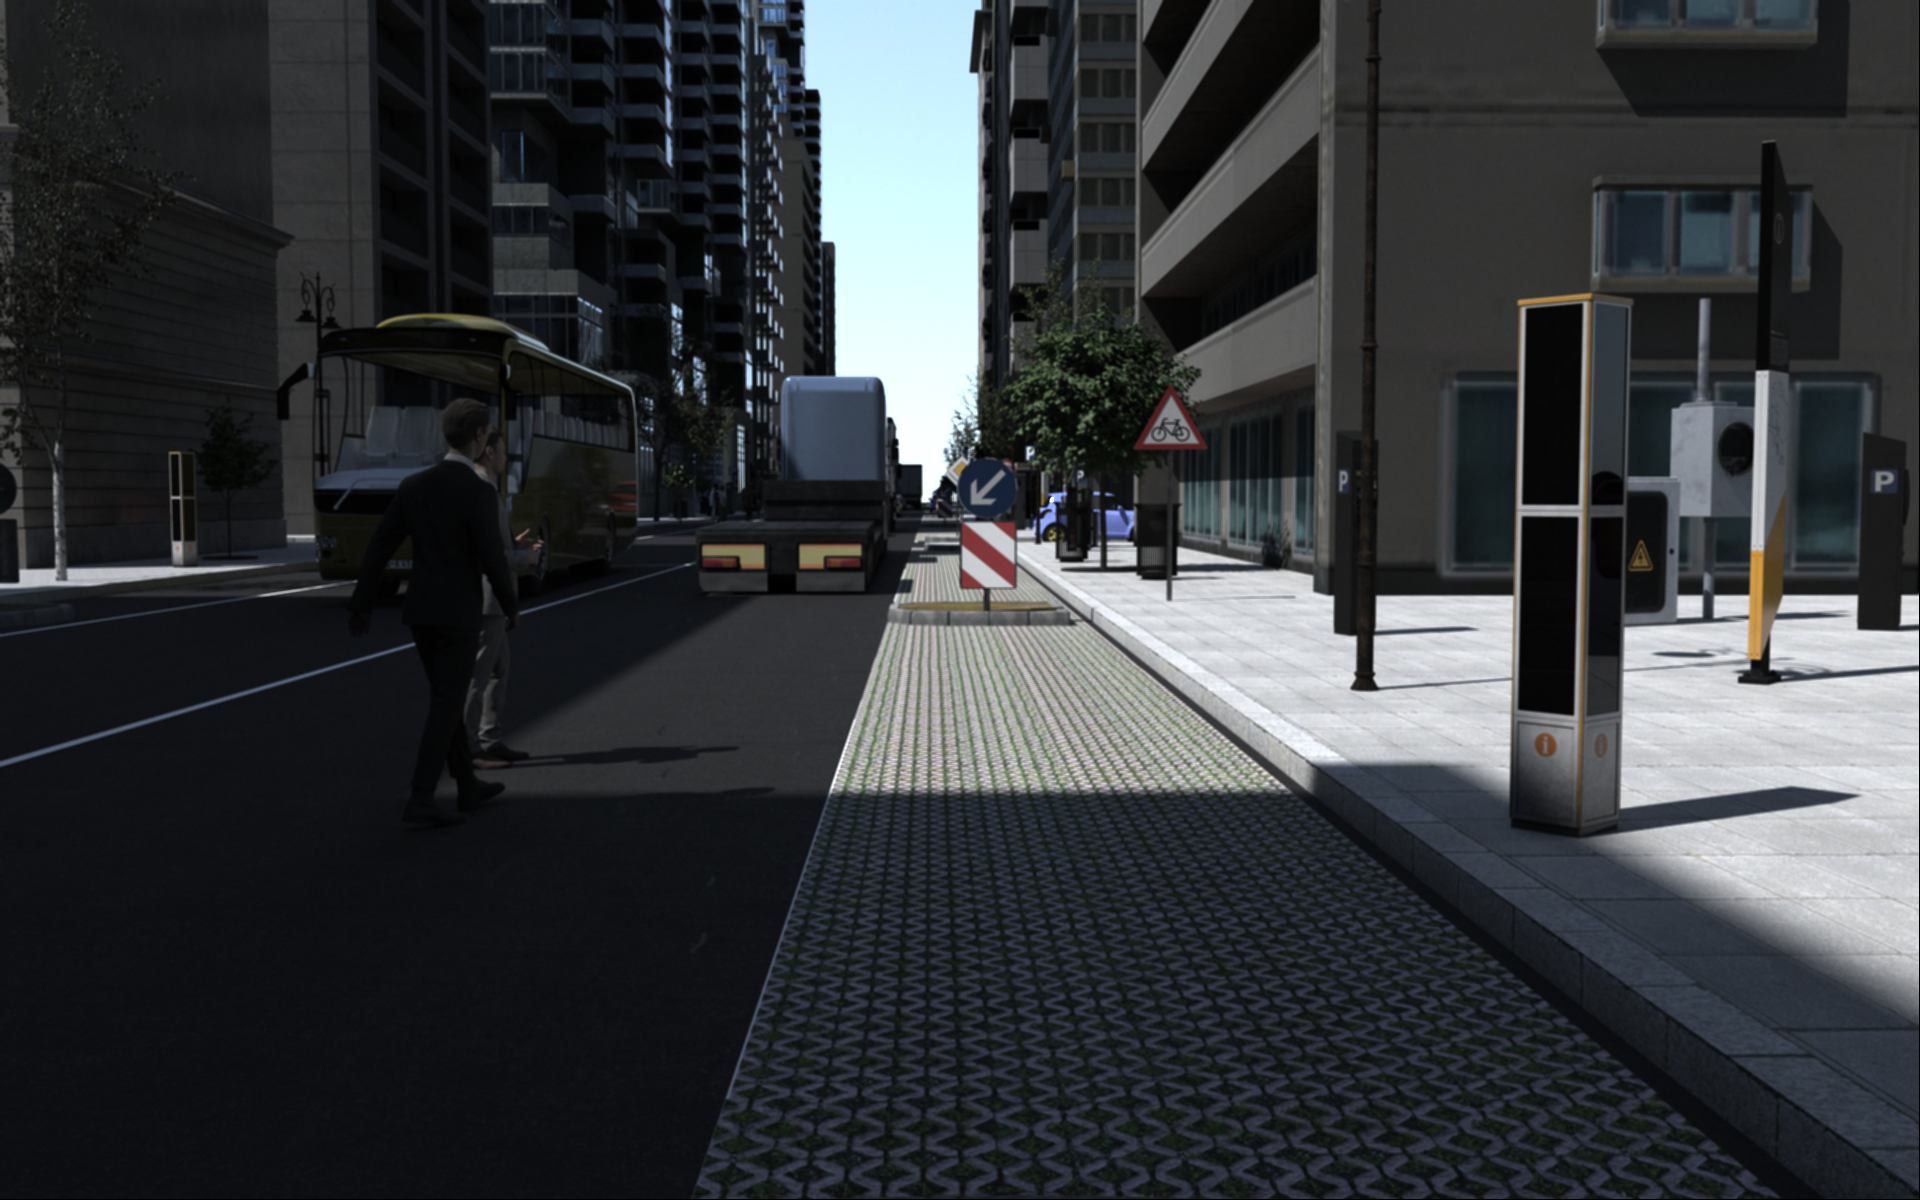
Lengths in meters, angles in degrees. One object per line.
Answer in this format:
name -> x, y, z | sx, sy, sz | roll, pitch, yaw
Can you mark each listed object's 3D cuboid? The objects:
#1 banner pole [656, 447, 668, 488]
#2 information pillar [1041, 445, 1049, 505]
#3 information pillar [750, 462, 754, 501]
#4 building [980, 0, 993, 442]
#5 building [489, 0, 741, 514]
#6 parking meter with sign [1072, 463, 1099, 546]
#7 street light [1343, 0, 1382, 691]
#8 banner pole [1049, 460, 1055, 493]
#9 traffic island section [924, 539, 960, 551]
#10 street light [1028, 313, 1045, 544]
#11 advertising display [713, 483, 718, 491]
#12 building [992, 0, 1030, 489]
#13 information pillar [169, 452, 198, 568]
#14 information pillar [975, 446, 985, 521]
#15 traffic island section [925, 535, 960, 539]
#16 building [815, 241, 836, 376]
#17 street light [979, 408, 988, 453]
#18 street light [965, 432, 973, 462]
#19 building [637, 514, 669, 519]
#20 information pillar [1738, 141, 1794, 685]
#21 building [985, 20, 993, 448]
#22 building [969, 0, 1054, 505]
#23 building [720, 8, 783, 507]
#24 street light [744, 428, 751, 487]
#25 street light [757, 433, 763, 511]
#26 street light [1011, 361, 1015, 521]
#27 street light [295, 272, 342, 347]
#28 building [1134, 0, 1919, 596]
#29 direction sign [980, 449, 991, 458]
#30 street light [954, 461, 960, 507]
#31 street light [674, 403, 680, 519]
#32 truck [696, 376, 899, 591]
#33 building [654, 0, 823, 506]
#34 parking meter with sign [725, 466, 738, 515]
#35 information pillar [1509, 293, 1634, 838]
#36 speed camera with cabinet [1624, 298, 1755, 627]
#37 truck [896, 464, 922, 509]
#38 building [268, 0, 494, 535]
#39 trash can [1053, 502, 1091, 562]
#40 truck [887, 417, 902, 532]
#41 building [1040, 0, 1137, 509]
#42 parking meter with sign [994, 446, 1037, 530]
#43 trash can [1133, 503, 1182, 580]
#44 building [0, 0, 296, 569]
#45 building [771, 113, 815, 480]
banner pole -> -15.819, -6.220, 91.711 | 0.863, 3.779, 0.401 | -3, 5, -43
information pillar -> 3.170, -4.465, 64.350 | 0.183, 3.616, 0.504 | 2, 4, 29
information pillar -> -15.212, -8.261, 126.420 | 0.183, 3.616, 0.504 | 1, 4, 18
building -> 11.248, -49.669, 250.344 | 20.563, 71.187, 20.611 | 0, 4, -1
building -> -27.935, -50.659, 140.954 | 22.319, 86.520, 31.000 | 0, 4, -1
parking meter with sign -> 2.987, -2.787, 41.832 | 0.543, 3.016, 1.738 | 1, 4, 16
street light -> 2.651, -2.348, 11.171 | 0.468, 5.910, 1.993 | 0, 4, -1
banner pole -> 5.074, -6.601, 97.944 | 0.863, 3.779, 0.401 | 1, 4, 14
traffic island section -> 0.078, -1.374, 44.743 | 2.009, 0.180, 2.903 | 0, 4, -1
street light -> 2.004, -4.374, 44.297 | 0.468, 5.910, 1.993 | 0, 4, -1
advertising display -> -14.723, -6.073, 104.506 | 0.123, 1.923, 0.974 | -1, 4, -19
building -> 9.539, -27.785, 137.878 | 14.154, 41.232, 14.086 | 0, 4, -1
information pillar -> -13.605, -1.581, 30.348 | 0.304, 2.012, 0.304 | 2, 4, 28
information pillar -> 0.966, -5.654, 83.797 | 0.504, 3.616, 0.183 | -2, 4, -33
traffic island section -> -0.058, -1.862, 52.727 | 2.009, 0.180, 2.903 | 0, 4, -1
building -> -26.941, -36.038, 272.810 | 14.154, 41.232, 14.086 | 0, 4, -1
street light -> 1.251, -7.364, 93.193 | 0.468, 5.910, 1.993 | 0, 4, -1
street light -> 0.828, -9.387, 126.262 | 0.468, 5.910, 1.993 | 0, 4, -1
building -> -28.264, -48.359, 103.335 | 22.319, 86.520, 31.000 | 0, 4, -1
information pillar -> 5.510, -1.249, 11.770 | 0.183, 3.616, 0.504 | 3, 5, 40
building -> 13.554, -30.866, 159.278 | 22.147, 44.769, 28.867 | 0, 4, -1
building -> 15.655, -36.576, 187.260 | 28.713, 52.752, 27.495 | 0, 4, -1
building -> -29.569, -33.865, 173.302 | 23.786, 49.044, 30.456 | 0, 4, -1
street light -> -14.896, -9.069, 121.071 | 0.468, 5.910, 1.993 | 0, 4, -1
street light -> -14.909, -9.564, 129.157 | 0.468, 5.910, 1.993 | 0, 4, -1
street light -> 1.831, -5.342, 60.126 | 0.468, 5.910, 1.993 | 0, 4, -1
street light -> -13.345, -3.877, 36.178 | 0.468, 5.910, 1.993 | 0, 4, -1
building -> 15.118, -24.913, 31.036 | 21.300, 48.544, 21.600 | 0, 4, -1
direction sign -> 1.231, -5.840, 87.485 | 0.876, 3.537, 0.379 | -3, 5, -39
street light -> -0.068, -12.118, 170.910 | 0.468, 5.910, 1.993 | 0, 4, -1
street light -> -14.258, -7.007, 87.349 | 0.468, 5.910, 1.993 | 0, 4, -1
truck -> -2.755, -2.690, 33.748 | 2.967, 4.110, 18.799 | 0, 4, -1
building -> -29.772, -57.259, 248.850 | 22.319, 86.520, 31.000 | 0, 4, -1
parking meter with sign -> -14.370, -6.843, 108.142 | 0.543, 3.016, 1.738 | 1, 4, 8
information pillar -> 2.320, -0.128, 6.588 | 0.304, 2.012, 0.304 | -3, 5, -40
speed camera with cabinet -> 6.989, -1.397, 17.173 | 2.038, 3.252, 0.660 | -2, 4, -24
truck -> -5.013, -11.016, 169.018 | 2.839, 4.237, 11.283 | 0, 4, -2
building -> -26.332, -38.155, 62.091 | 20.563, 71.187, 20.611 | 0, 4, -1
trash can -> 2.111, -1.286, 32.686 | 0.748, 1.137, 0.748 | 0, 3, 0
truck -> -3.784, -4.868, 68.508 | 2.839, 4.237, 11.283 | 0, 4, -1
building -> 15.797, -23.156, 70.490 | 23.993, 40.220, 32.217 | 0, 4, -1
parking meter with sign -> 1.957, -4.022, 62.019 | 1.738, 3.016, 0.543 | -3, 5, -42
trash can -> 2.959, -0.878, 26.006 | 0.748, 1.137, 0.748 | 0, 3, 0
building -> -32.927, -13.219, 35.217 | 34.723, 24.649, 14.460 | 0, 4, -1
building -> -30.178, -36.700, 223.748 | 21.300, 48.544, 21.600 | 0, 4, -1
